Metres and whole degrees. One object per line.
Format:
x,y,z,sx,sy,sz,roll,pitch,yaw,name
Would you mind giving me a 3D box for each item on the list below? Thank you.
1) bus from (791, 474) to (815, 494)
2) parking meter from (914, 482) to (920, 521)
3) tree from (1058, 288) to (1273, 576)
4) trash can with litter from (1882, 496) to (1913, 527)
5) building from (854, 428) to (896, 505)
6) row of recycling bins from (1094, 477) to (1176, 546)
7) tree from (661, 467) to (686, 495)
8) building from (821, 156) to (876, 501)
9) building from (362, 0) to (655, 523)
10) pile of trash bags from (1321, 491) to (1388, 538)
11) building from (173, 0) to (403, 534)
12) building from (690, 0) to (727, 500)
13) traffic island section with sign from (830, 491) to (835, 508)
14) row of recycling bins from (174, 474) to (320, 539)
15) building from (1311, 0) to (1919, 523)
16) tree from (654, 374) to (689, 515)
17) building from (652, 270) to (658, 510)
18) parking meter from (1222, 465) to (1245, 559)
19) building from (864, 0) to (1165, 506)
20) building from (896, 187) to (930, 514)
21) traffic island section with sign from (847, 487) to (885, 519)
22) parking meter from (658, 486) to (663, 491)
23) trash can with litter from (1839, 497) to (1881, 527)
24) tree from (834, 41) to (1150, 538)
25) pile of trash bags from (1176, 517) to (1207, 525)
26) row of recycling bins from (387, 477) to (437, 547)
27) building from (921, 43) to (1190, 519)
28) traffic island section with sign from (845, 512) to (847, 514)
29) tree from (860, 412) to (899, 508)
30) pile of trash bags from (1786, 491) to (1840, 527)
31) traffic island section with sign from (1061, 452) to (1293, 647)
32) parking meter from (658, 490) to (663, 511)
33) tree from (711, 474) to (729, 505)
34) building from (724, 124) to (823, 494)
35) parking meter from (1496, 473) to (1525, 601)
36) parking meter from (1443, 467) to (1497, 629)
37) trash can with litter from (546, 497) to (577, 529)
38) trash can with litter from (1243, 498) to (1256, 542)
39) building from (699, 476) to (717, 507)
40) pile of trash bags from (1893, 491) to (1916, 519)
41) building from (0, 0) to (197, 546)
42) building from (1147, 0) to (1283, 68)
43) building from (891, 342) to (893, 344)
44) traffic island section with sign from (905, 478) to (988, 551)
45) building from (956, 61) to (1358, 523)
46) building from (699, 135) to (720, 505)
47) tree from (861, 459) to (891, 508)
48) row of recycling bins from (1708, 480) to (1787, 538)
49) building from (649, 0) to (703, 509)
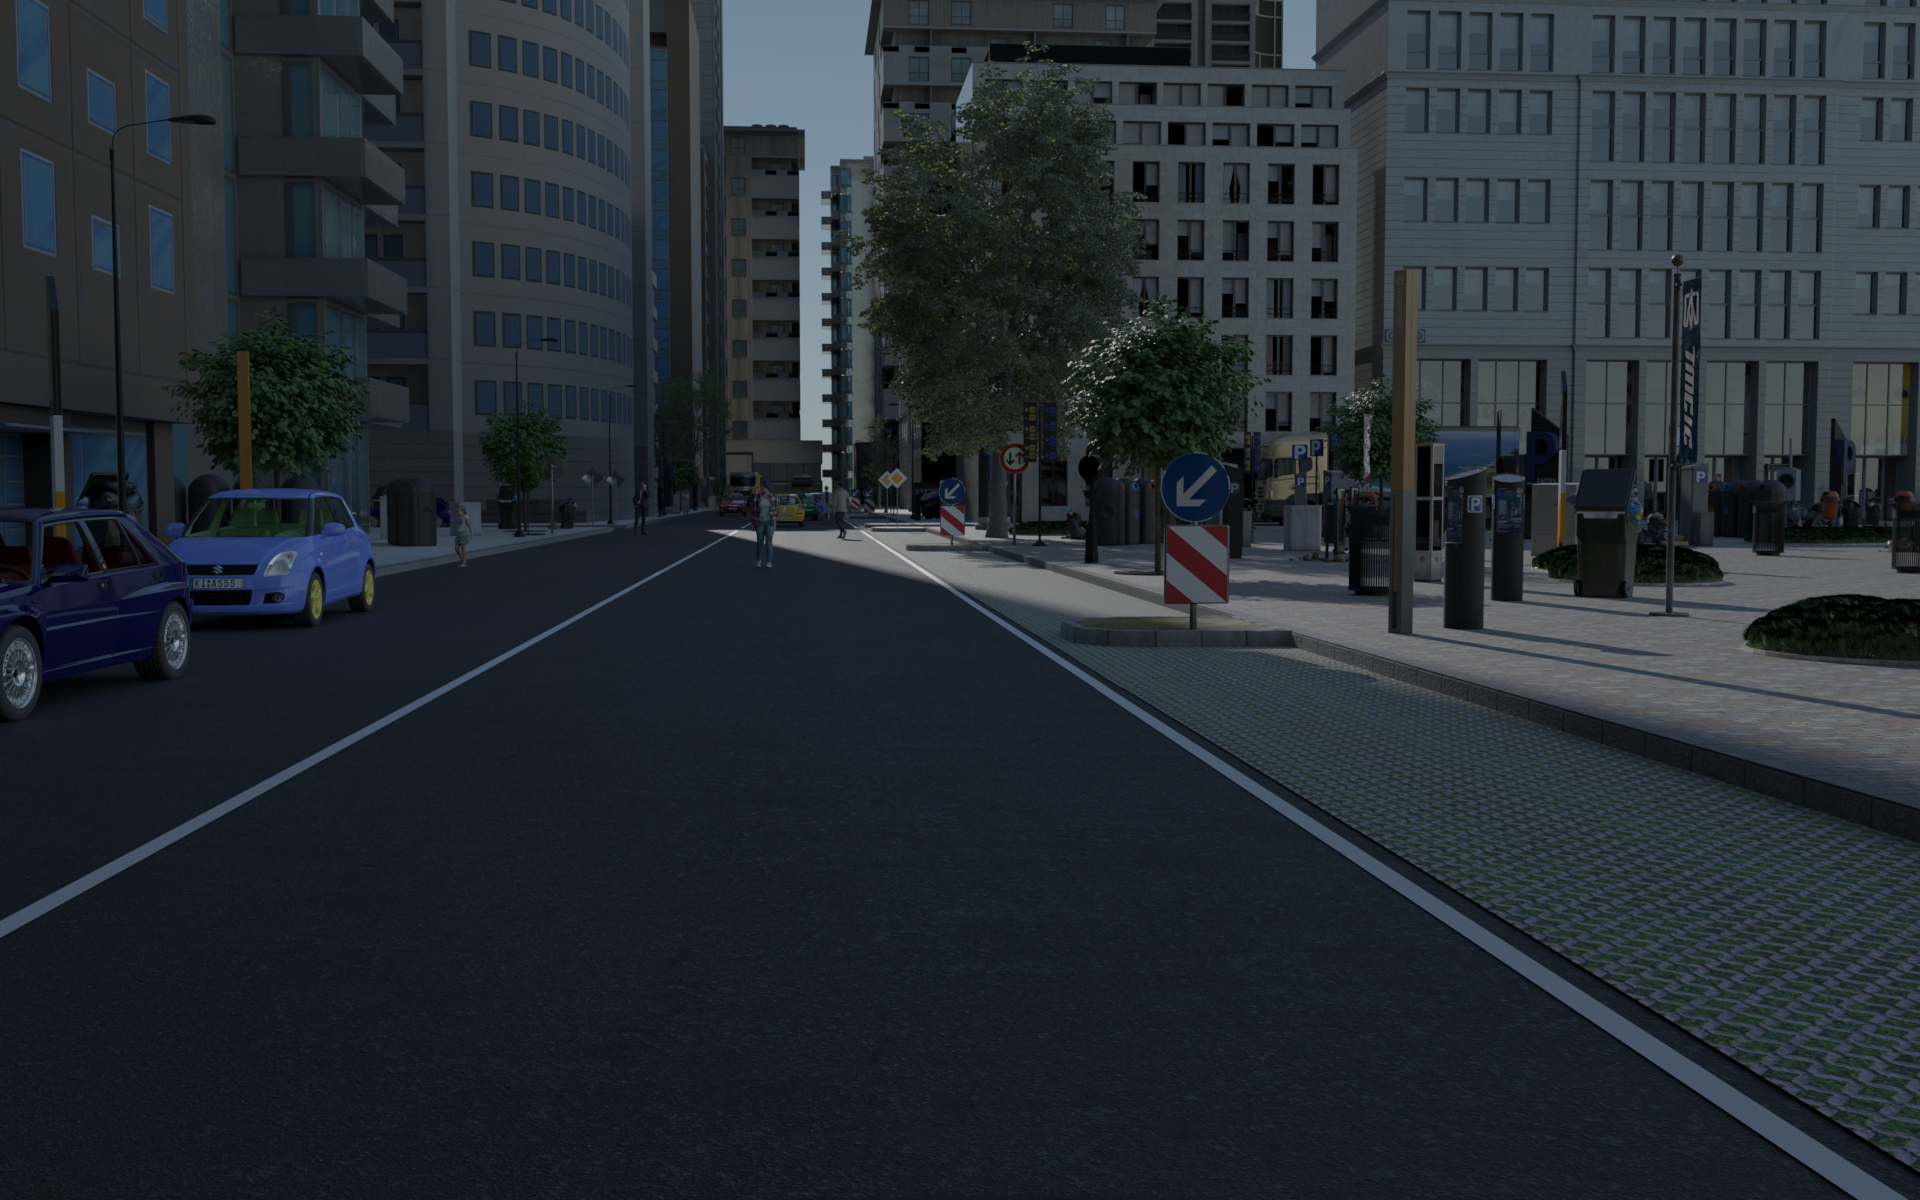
-19.137,-13.386,210.404,2.896,3.916,12.252,0,4,-4,bus
-2.055,-4.721,82.901,0.255,1.863,0.399,1,4,9,parking meter
3.272,-2.695,27.777,4.285,4.588,4.351,0,3,0,tree
35.432,-3.317,65.283,2.233,1.210,1.678,-2,4,-25,trash can with litter
-1.303,-54.760,208.003,22.319,86.520,31.000,0,4,-5,building
4.413,-2.272,44.263,1.069,1.692,3.534,2,4,35,row of recycling bins
-20.038,-7.746,121.252,1.663,3.219,1.824,0,3,0,tree
-4.373,-38.284,245.553,30.456,49.044,23.786,0,4,-5,building
-27.169,-33.230,85.303,21.231,58.520,28.212,0,4,-5,building
12.131,-2.616,52.518,1.912,1.369,3.447,2,4,25,pile of trash bags
-32.553,-26.243,48.679,30.456,49.044,23.786,0,4,-5,building
-39.448,-47.255,210.863,20.611,71.187,20.563,0,4,-5,building
-12.173,-10.222,175.750,1.989,1.847,2.006,0,4,-5,traffic island section with sign
-15.104,-1.769,36.039,3.534,1.692,1.069,0,4,-5,row of recycling bins
32.943,-18.682,82.937,29.804,29.767,11.434,0,4,-5,building
-18.760,-9.567,106.777,4.360,8.622,3.978,0,3,0,tree
-36.541,-16.954,122.229,27.650,21.520,28.899,0,4,-5,building
5.438,-1.759,34.478,0.399,1.863,0.255,0,4,-6,parking meter
4.964,-36.150,180.283,28.713,52.752,27.495,0,4,-5,building
3.092,-16.634,113.761,13.314,21.916,24.055,0,4,-5,building
-5.365,-5.574,99.757,1.989,1.847,2.006,0,4,-5,traffic island section with sign
-21.658,-7.323,125.435,0.399,1.863,0.255,1,4,9,parking meter
29.575,-2.796,57.098,1.055,1.170,0.624,0,4,-5,trash can with litter
1.094,-8.807,50.654,9.857,13.997,8.962,0,3,0,tree
5.962,-2.481,50.309,3.447,1.369,1.912,0,4,-3,pile of trash bags
-13.916,-2.241,43.750,1.069,1.692,3.534,-2,4,-24,row of recycling bins
4.570,-16.158,93.861,12.332,23.373,15.834,0,4,-5,building
-7.787,-7.231,126.856,1.989,1.847,2.006,0,4,-5,traffic island section with sign
-7.130,-12.551,155.579,4.360,8.622,3.978,0,3,0,tree
27.735,-2.872,56.705,1.912,1.369,3.447,0,4,-3,pile of trash bags
2.040,-0.514,17.038,1.989,1.847,2.006,0,4,-5,traffic island section with sign
-19.857,-6.508,114.817,0.372,1.533,0.369,0,3,0,parking meter
-23.576,-10.716,169.806,1.663,3.219,1.824,0,3,0,tree
-33.495,-40.156,245.789,27.495,52.752,28.713,0,4,-5,building
6.586,-0.759,20.826,0.372,1.533,0.369,0,3,0,parking meter
4.819,-0.497,16.537,0.372,1.533,0.369,0,3,0,parking meter
-14.598,-3.183,63.434,1.055,1.170,0.624,-3,4,-36,trash can with litter
7.511,-2.111,45.907,0.624,1.170,1.055,1,4,15,trash can with litter
-41.011,-29.391,172.426,32.217,40.220,23.993,0,4,-5,building
53.024,-5.419,98.361,1.912,1.369,3.447,1,4,13,pile of trash bags
-21.717,-23.006,26.267,14.600,45.320,14.200,0,4,-5,building
35.307,-49.492,247.453,20.611,71.187,20.563,0,4,-5,building
1.627,-18.132,138.257,13.314,21.916,24.055,0,4,-5,building
-0.368,-2.156,43.886,1.989,1.847,2.006,0,4,-5,traffic island section with sign
8.642,-13.830,80.868,16.860,20.320,10.420,0,4,-5,building
-34.211,-31.105,192.157,14.154,41.232,14.086,0,4,-5,building
-7.859,-10.966,163.002,4.285,4.588,4.351,0,3,0,tree
23.133,-2.690,51.100,1.069,1.692,3.534,0,4,-8,row of recycling bins
-30.381,-30.810,153.857,14.600,45.320,14.200,0,4,-5,building
